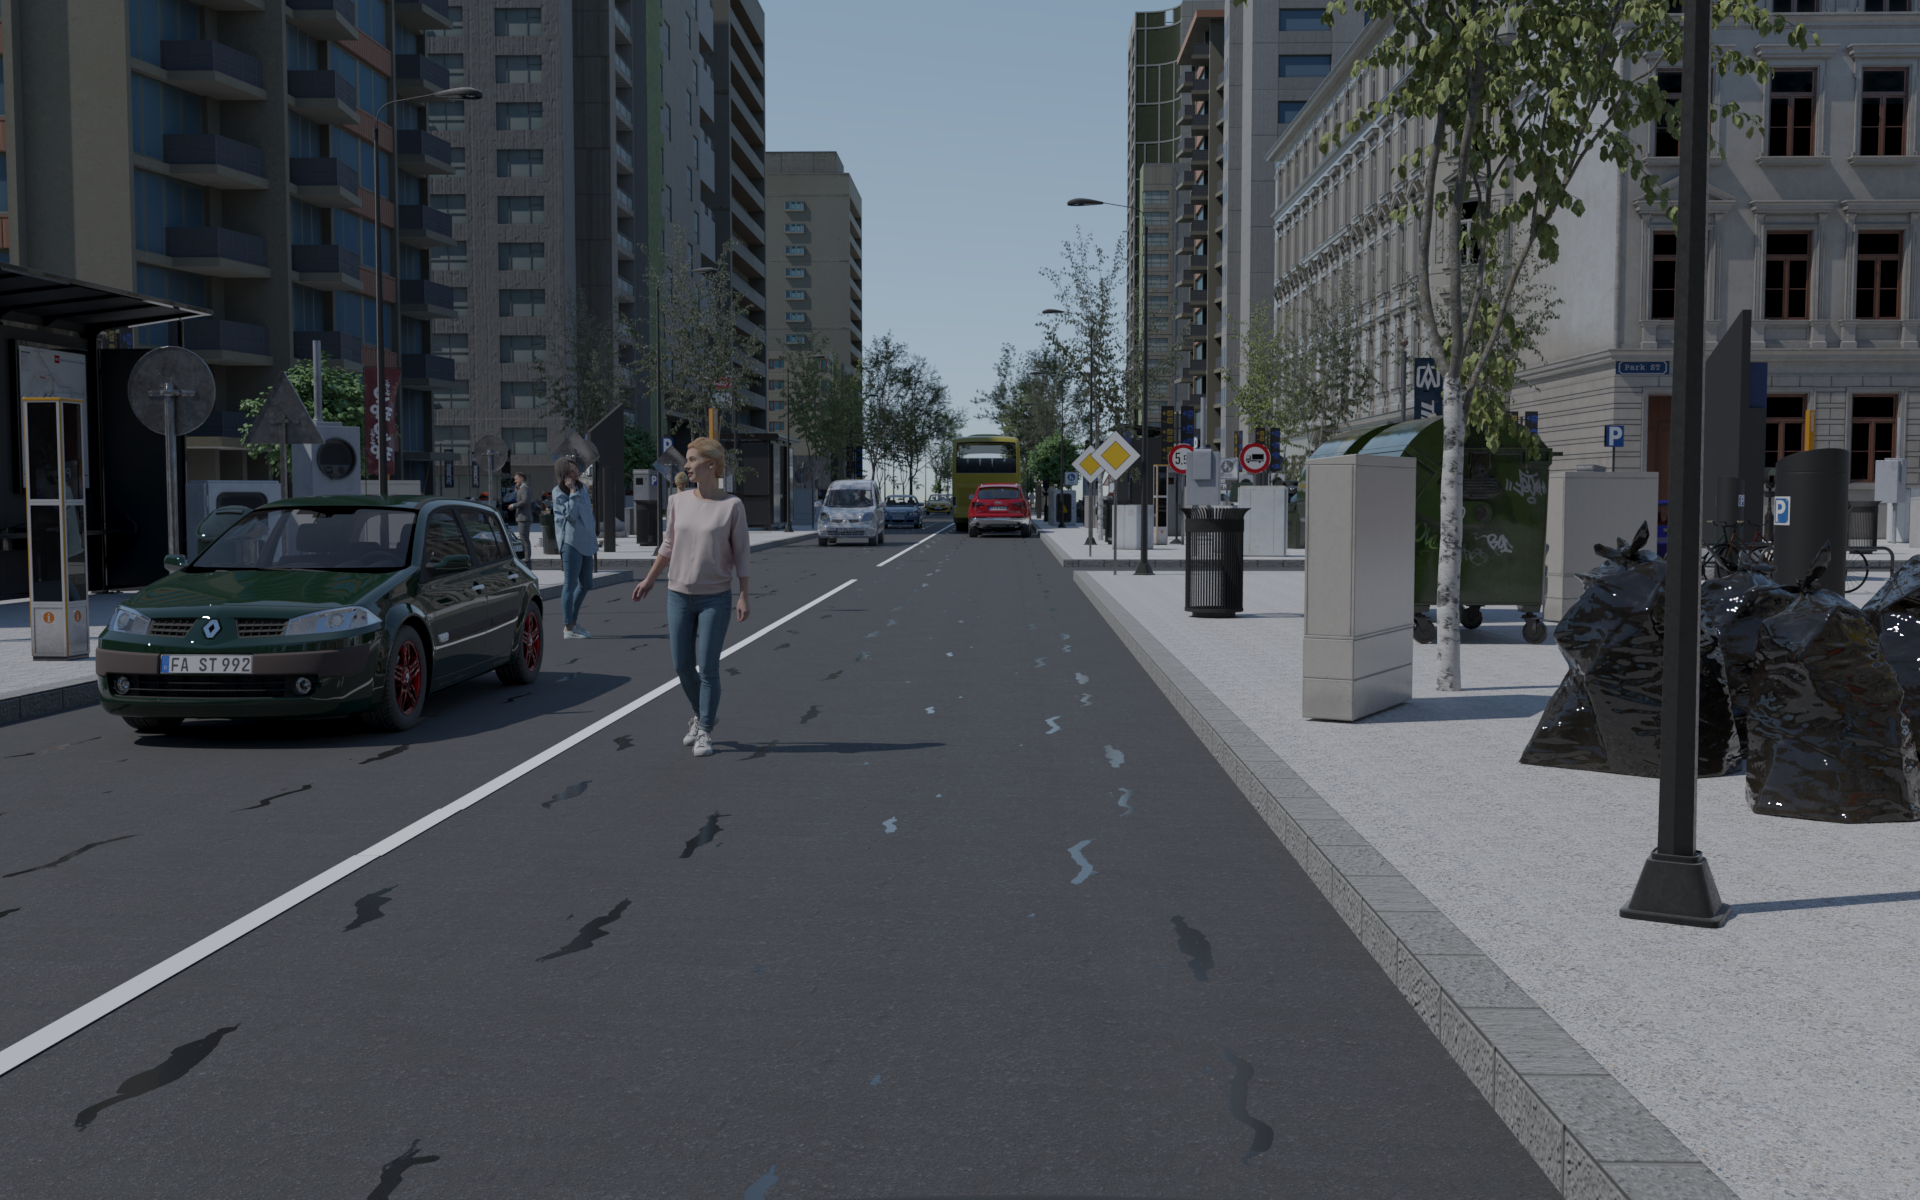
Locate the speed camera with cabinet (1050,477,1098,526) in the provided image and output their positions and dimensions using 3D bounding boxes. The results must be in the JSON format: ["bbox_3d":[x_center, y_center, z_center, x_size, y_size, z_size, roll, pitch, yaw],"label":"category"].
[{"bbox_3d":[4.722,-4.667,70.639,2.038,3.252,0.660,-1,4,-10],"label":"speed camera with cabinet"}]

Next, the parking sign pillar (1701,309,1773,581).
[{"bbox_3d":[11.553,-2.297,26.032,1.447,3.967,1.447,0,4,-5],"label":"parking sign pillar"}]

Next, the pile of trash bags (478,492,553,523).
[{"bbox_3d":[-22.385,-4.690,86.432,3.447,1.369,1.912,0,4,8],"label":"pile of trash bags"}]

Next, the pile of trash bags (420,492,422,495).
[{"bbox_3d":[-16.812,-2.735,54.462,1.912,1.369,3.447,-2,4,-30],"label":"pile of trash bags"}]

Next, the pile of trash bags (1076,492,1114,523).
[{"bbox_3d":[6.285,-4.188,78.225,1.912,1.369,3.447,2,4,29],"label":"pile of trash bags"}]

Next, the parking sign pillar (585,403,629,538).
[{"bbox_3d":[-10.499,-3.821,50.942,1.447,3.967,1.447,3,4,36],"label":"parking sign pillar"}]

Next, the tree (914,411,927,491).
[{"bbox_3d":[-4.158,-10.801,126.962,4.360,8.622,3.978,0,3,0],"label":"tree"}]

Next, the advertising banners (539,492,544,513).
[{"bbox_3d":[-21.830,-5.942,93.335,2.074,3.025,0.090,2,4,27],"label":"advertising banners"}]

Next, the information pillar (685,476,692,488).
[{"bbox_3d":[-11.303,-4.063,70.929,0.304,2.012,0.304,-2,4,-28],"label":"information pillar"}]

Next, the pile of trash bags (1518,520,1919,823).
[{"bbox_3d":[4.004,0.152,7.274,1.912,1.369,3.447,-1,4,-20],"label":"pile of trash bags"}]

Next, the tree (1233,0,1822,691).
[{"bbox_3d":[3.431,-3.711,11.041,4.737,8.622,4.395,0,3,0],"label":"tree"}]

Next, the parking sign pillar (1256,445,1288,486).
[{"bbox_3d":[17.625,-6.787,99.437,1.447,3.967,1.447,-2,4,-30],"label":"parking sign pillar"}]

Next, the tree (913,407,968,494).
[{"bbox_3d":[-2.557,-16.943,202.766,9.928,11.665,9.643,0,3,0],"label":"tree"}]

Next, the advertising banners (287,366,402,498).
[{"bbox_3d":[-8.566,-1.667,23.439,2.074,3.025,0.090,-2,4,-34],"label":"advertising banners"}]

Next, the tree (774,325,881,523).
[{"bbox_3d":[-6.261,-7.657,75.550,4.737,8.622,4.395,0,3,0],"label":"tree"}]

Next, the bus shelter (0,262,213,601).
[{"bbox_3d":[-10.507,-1.709,19.227,1.731,3.624,6.357,0,4,2],"label":"bus shelter"}]

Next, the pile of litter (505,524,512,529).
[{"bbox_3d":[-17.194,-2.993,62.908,1.719,0.858,1.176,0,4,-4],"label":"pile of litter"}]

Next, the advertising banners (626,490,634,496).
[{"bbox_3d":[-13.021,-4.444,68.840,2.074,3.025,0.090,-1,4,-20],"label":"advertising banners"}]

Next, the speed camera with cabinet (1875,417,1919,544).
[{"bbox_3d":[24.564,-3.119,45.325,0.660,3.252,2.038,3,5,45],"label":"speed camera with cabinet"}]

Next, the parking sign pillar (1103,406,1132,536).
[{"bbox_3d":[5.044,-3.994,53.767,1.447,3.967,1.447,1,4,9],"label":"parking sign pillar"}]

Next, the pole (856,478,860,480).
[{"bbox_3d":[-6.355,-6.985,108.042,0.158,3.312,0.155,0,3,0],"label":"pole"}]

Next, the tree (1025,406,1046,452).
[{"bbox_3d":[6.808,-11.382,136.463,4.737,8.622,4.395,0,3,0],"label":"tree"}]

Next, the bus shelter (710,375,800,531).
[{"bbox_3d":[-7.246,-5.094,60.911,2.179,5.291,8.768,0,4,2],"label":"bus shelter"}]

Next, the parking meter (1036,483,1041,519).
[{"bbox_3d":[4.111,-5.167,90.191,0.255,1.863,0.399,0,4,3],"label":"parking meter"}]

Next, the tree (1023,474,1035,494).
[{"bbox_3d":[6.183,-9.809,154.973,1.663,3.219,1.824,0,3,0],"label":"tree"}]

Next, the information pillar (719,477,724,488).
[{"bbox_3d":[-12.683,-6.161,92.079,0.183,3.616,0.504,-3,4,-36],"label":"information pillar"}]

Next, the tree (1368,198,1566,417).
[{"bbox_3d":[12.786,-5.631,42.429,4.360,8.622,3.978,0,3,0],"label":"tree"}]

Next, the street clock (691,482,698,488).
[{"bbox_3d":[-12.778,-4.860,84.027,0.471,2.002,0.358,-1,4,-17],"label":"street clock"}]

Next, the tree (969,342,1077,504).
[{"bbox_3d":[8.058,-22.061,216.578,12.611,20.169,13.585,0,3,0],"label":"tree"}]

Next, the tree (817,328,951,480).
[{"bbox_3d":[-4.832,-9.982,97.621,7.601,10.594,8.767,2,4,34],"label":"tree"}]

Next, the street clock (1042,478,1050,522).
[{"bbox_3d":[3.968,-4.600,79.785,0.358,2.002,0.471,1,4,17],"label":"street clock"}]

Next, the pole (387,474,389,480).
[{"bbox_3d":[-11.950,-2.579,36.007,0.158,3.312,0.155,0,3,0],"label":"pole"}]

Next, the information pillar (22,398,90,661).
[{"bbox_3d":[-6.968,-0.543,13.368,0.304,2.012,0.304,0,4,4],"label":"information pillar"}]

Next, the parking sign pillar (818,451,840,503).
[{"bbox_3d":[-8.241,-7.375,109.055,1.447,3.967,1.447,-2,4,-34],"label":"parking sign pillar"}]

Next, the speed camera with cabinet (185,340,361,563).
[{"bbox_3d":[-8.613,-1.679,21.780,0.660,3.252,2.038,3,5,42],"label":"speed camera with cabinet"}]

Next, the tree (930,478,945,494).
[{"bbox_3d":[-2.288,-11.831,188.037,1.663,3.219,1.824,0,3,0],"label":"tree"}]

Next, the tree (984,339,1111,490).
[{"bbox_3d":[5.852,-10.381,104.147,7.601,10.594,8.767,3,5,40],"label":"tree"}]

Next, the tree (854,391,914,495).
[{"bbox_3d":[-5.314,-10.101,115.521,4.360,8.622,3.978,0,3,0],"label":"tree"}]

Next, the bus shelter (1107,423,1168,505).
[{"bbox_3d":[6.167,-4.213,60.169,1.731,3.624,6.357,0,4,1],"label":"bus shelter"}]

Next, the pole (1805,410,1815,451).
[{"bbox_3d":[20.653,-2.954,42.147,0.158,3.312,0.155,0,3,0],"label":"pole"}]

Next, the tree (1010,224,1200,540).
[{"bbox_3d":[4.106,-5.955,47.722,4.360,8.622,3.978,0,3,0],"label":"tree"}]

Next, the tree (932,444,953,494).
[{"bbox_3d":[-2.113,-18.381,250.897,4.737,8.622,4.395,0,3,0],"label":"tree"}]

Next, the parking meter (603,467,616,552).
[{"bbox_3d":[-7.741,-1.989,38.236,0.255,1.863,0.399,-1,4,-10],"label":"parking meter"}]

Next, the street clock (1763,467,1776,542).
[{"bbox_3d":[21.887,-2.584,46.816,0.471,2.002,0.358,-2,4,-24],"label":"street clock"}]

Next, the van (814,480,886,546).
[{"bbox_3d":[-3.066,-2.578,49.169,2.013,2.044,4.112,0,4,1],"label":"van"}]

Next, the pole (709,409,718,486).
[{"bbox_3d":[-5.885,-2.910,41.416,0.158,3.312,0.155,0,3,0],"label":"pole"}]

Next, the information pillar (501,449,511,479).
[{"bbox_3d":[-23.373,-5.988,89.263,0.504,3.616,0.183,-1,4,-21],"label":"information pillar"}]

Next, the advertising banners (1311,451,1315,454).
[{"bbox_3d":[13.532,-4.490,69.601,2.074,3.025,0.090,-1,4,-12],"label":"advertising banners"}]

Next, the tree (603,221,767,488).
[{"bbox_3d":[-7.020,-5.886,46.593,4.360,8.622,3.978,0,3,0],"label":"tree"}]

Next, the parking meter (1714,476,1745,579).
[{"bbox_3d":[11.095,-1.013,24.978,0.372,1.533,0.369,0,3,0],"label":"parking meter"}]

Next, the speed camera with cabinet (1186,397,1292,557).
[{"bbox_3d":[5.698,-2.523,35.587,2.038,3.252,0.660,1,4,13],"label":"speed camera with cabinet"}]

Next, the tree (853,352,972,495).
[{"bbox_3d":[-4.149,-14.594,148.977,12.009,13.543,11.850,0,3,0],"label":"tree"}]

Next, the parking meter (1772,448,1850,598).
[{"bbox_3d":[4.787,-0.083,9.770,0.372,1.533,0.369,0,3,0],"label":"parking meter"}]

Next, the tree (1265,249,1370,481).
[{"bbox_3d":[11.246,-6.281,53.054,4.360,8.622,3.978,0,3,0],"label":"tree"}]

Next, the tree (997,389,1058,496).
[{"bbox_3d":[7.121,-15.857,177.395,7.486,12.596,7.792,0,3,0],"label":"tree"}]

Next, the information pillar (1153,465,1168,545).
[{"bbox_3d":[5.044,-2.388,43.531,0.304,2.012,0.304,-1,4,-9],"label":"information pillar"}]

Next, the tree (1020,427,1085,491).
[{"bbox_3d":[4.872,-6.159,84.417,4.285,4.588,4.351,0,3,0],"label":"tree"}]

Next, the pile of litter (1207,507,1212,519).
[{"bbox_3d":[8.144,-2.751,58.948,1.176,0.858,1.719,0,4,5],"label":"pile of litter"}]
